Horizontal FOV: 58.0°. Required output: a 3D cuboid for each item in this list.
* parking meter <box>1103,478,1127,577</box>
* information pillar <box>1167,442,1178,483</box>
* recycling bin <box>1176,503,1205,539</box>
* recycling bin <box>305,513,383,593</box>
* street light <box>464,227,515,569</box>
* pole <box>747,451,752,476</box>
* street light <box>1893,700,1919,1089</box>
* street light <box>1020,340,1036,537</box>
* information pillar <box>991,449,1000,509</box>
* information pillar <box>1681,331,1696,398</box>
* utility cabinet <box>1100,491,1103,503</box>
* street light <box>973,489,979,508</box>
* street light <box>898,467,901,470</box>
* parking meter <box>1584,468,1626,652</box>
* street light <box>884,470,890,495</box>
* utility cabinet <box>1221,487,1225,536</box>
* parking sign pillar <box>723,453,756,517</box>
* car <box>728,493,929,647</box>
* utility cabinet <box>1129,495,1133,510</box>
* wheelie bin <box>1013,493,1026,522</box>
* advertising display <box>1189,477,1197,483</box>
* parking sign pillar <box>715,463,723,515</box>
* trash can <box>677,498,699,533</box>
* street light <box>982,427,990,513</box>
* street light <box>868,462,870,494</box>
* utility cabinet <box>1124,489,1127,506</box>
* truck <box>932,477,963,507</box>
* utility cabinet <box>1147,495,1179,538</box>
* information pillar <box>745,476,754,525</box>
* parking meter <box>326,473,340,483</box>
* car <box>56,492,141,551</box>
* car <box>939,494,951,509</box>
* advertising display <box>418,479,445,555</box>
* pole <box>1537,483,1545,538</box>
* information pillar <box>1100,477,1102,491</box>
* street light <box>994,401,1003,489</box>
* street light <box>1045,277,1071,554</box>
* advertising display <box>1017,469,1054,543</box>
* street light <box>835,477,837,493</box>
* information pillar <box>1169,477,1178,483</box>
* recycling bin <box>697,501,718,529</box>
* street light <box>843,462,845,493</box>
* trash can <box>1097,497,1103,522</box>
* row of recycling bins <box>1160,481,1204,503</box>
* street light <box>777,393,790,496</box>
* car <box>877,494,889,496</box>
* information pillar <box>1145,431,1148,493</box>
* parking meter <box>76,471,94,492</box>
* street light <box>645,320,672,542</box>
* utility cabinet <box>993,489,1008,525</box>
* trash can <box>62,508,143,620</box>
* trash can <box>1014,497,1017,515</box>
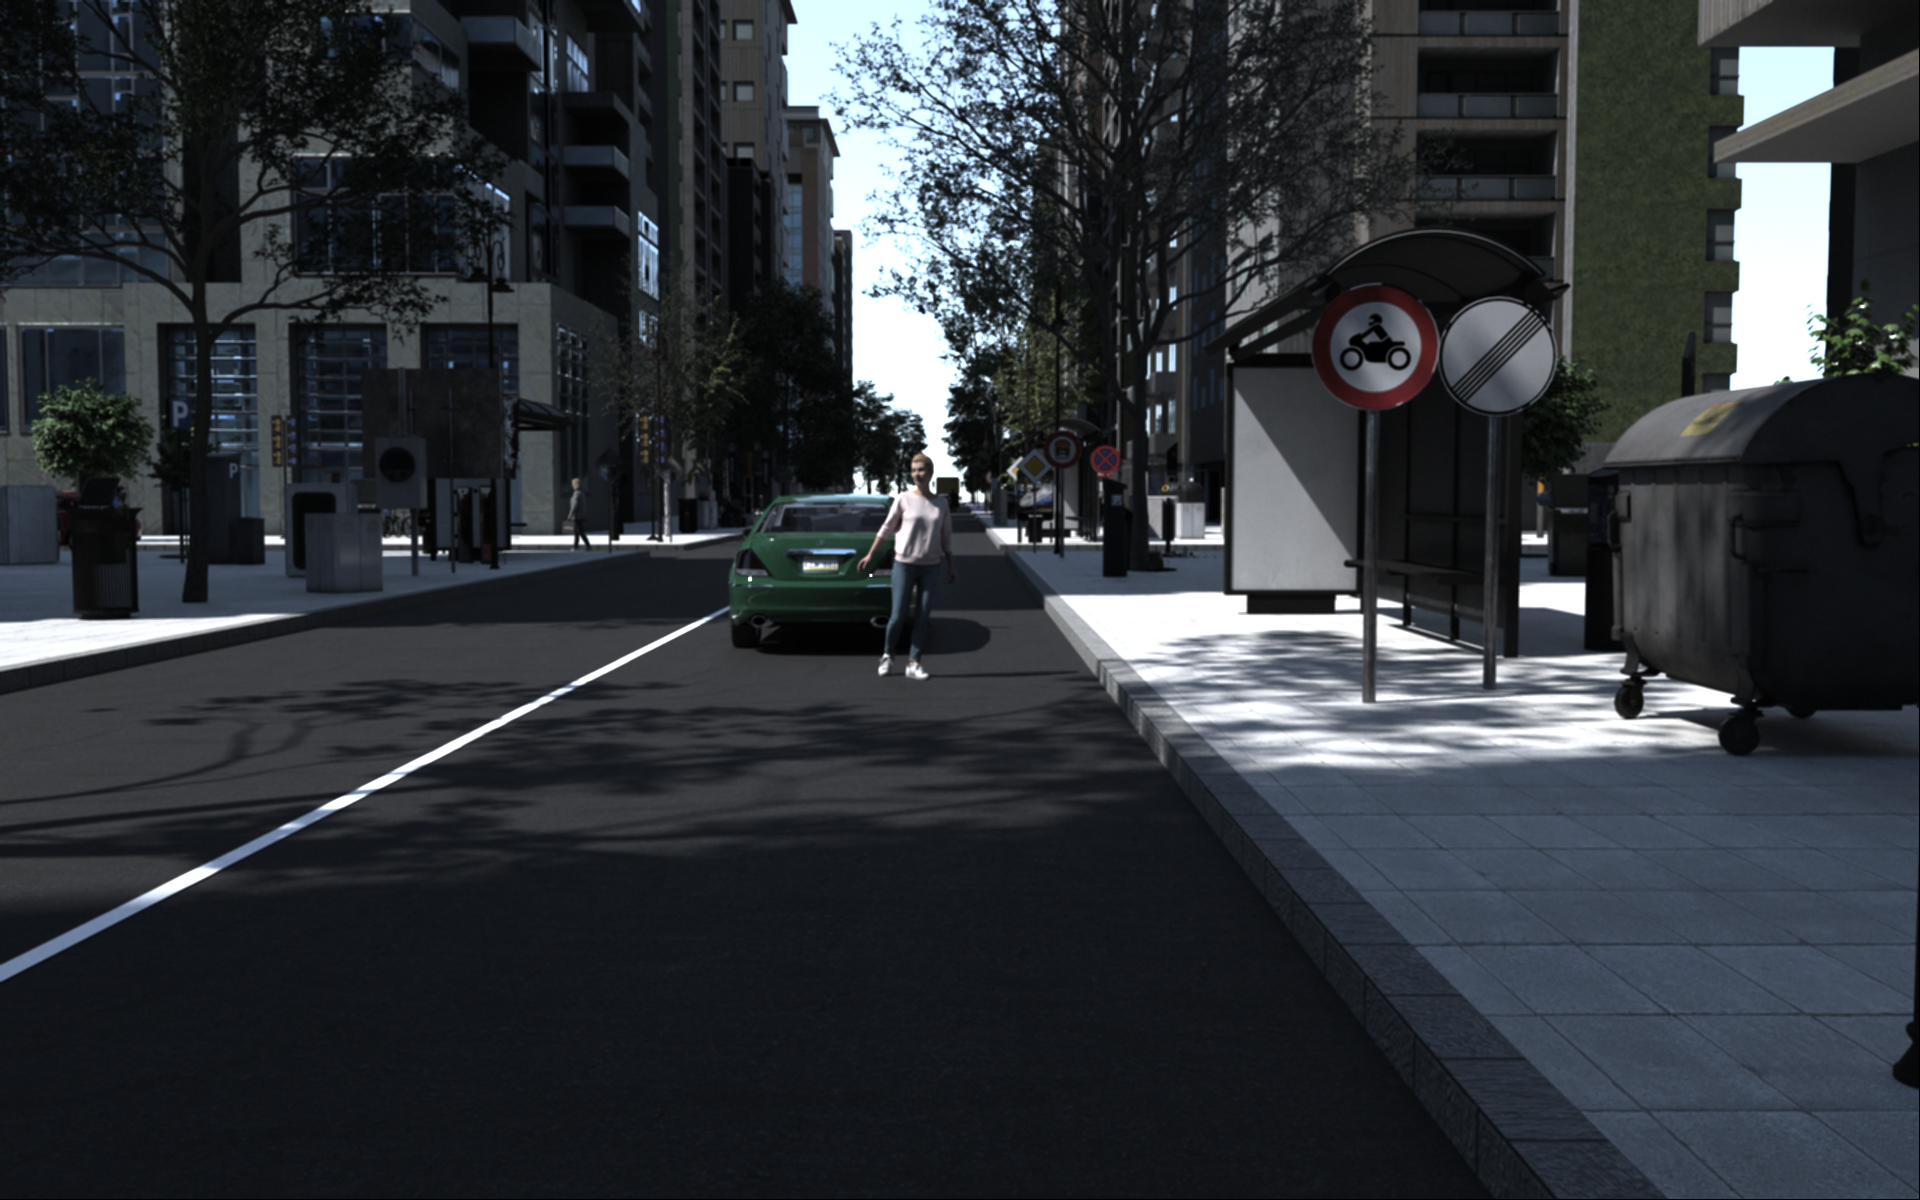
[{"bbox_3d":[2.409,-1.130,26.880,0.372,1.533,0.369,0,3,0],"label":"parking meter"},{"bbox_3d":[9.516,-5.278,77.647,0.504,3.616,0.183,1,4,19],"label":"information pillar"},{"bbox_3d":[6.567,-2.250,49.347,0.722,1.027,0.722,0,4,-2],"label":"recycling bin"},{"bbox_3d":[-8.111,-0.627,22.803,0.722,1.027,0.722,3,4,37],"label":"recycling bin"},{"bbox_3d":[-7.979,-3.470,29.515,0.468,5.910,1.993,0,3,0],"label":"street light"},{"bbox_3d":[-10.015,-5.425,82.549,0.158,3.312,0.155,0,3,0],"label":"pole"},{"bbox_3d":[2.139,-1.885,3.604,0.468,5.910,1.993,0,3,0],"label":"street light"},{"bbox_3d":[2.033,-4.853,52.142,0.468,5.910,1.993,0,3,0],"label":"street light"},{"bbox_3d":[1.836,-5.996,89.392,0.504,3.616,0.183,0,4,-3],"label":"information pillar"},{"bbox_3d":[10.414,-2.047,24.823,0.183,3.616,0.504,2,4,34],"label":"information pillar"},{"bbox_3d":[8.688,-5.765,102.941,0.318,1.500,1.173,-1,4,-18],"label":"utility cabinet"},{"bbox_3d":[1.714,-11.610,162.618,0.468,5.910,1.993,0,3,0],"label":"street light"},{"bbox_3d":[-8.404,-16.289,239.116,0.468,5.910,1.993,0,3,0],"label":"street light"},{"bbox_3d":[5.347,-0.357,14.243,0.372,1.533,0.369,0,3,0],"label":"parking meter"},{"bbox_3d":[-8.391,-14.244,205.684,0.468,5.910,1.993,0,3,0],"label":"street light"},{"bbox_3d":[8.025,-2.653,52.051,0.318,1.500,1.173,0,4,4],"label":"utility cabinet"},{"bbox_3d":[-12.075,-6.602,96.416,1.447,3.967,1.447,-2,4,-31],"label":"parking sign pillar"},{"bbox_3d":[-1.233,-0.356,17.625,2.131,1.459,4.920,0,3,0],"label":"car"},{"bbox_3d":[8.414,-4.262,80.843,1.020,1.237,0.306,2,4,24],"label":"utility cabinet"},{"bbox_3d":[2.920,-4.342,78.902,0.980,1.594,0.693,0,4,8],"label":"wheelie bin"},{"bbox_3d":[8.623,-3.608,64.204,0.123,1.923,0.974,0,4,-2],"label":"advertising display"},{"bbox_3d":[-14.527,-7.041,103.598,1.447,3.967,1.447,1,4,10],"label":"parking sign pillar"},{"bbox_3d":[-8.941,-2.771,56.961,0.748,1.137,0.748,0,3,0],"label":"trash can"},{"bbox_3d":[1.835,-9.018,120.232,0.468,5.910,1.993,0,3,0],"label":"street light"},{"bbox_3d":[-8.217,-11.213,156.119,0.468,5.910,1.993,0,3,0],"label":"street light"},{"bbox_3d":[4.930,-2.735,53.394,0.318,1.500,1.173,0,4,-2],"label":"utility cabinet"},{"bbox_3d":[-1.352,-11.942,191.181,3.469,3.379,9.791,0,4,-1],"label":"truck"},{"bbox_3d":[5.909,-2.440,51.051,1.020,1.237,0.306,2,4,28],"label":"utility cabinet"},{"bbox_3d":[-8.711,-4.102,71.562,0.304,2.012,0.304,0,4,6],"label":"information pillar"},{"bbox_3d":[-17.122,-2.545,47.327,0.255,1.863,0.399,-3,5,-43],"label":"parking meter"},{"bbox_3d":[-22.062,-1.983,41.464,4.494,1.783,2.155,0,4,0],"label":"car"},{"bbox_3d":[-1.609,-9.581,168.653,2.014,1.417,4.499,0,4,1],"label":"car"},{"bbox_3d":[-11.328,-1.943,36.989,0.123,1.923,0.974,2,4,24],"label":"advertising display"},{"bbox_3d":[16.947,-3.464,50.486,0.158,3.312,0.155,0,3,0],"label":"pole"},{"bbox_3d":[9.786,-7.778,118.528,0.504,3.616,0.183,1,4,19],"label":"information pillar"},{"bbox_3d":[1.928,-6.932,86.133,0.468,5.910,1.993,0,3,0],"label":"street light"},{"bbox_3d":[2.089,-3.928,37.017,0.468,5.910,1.993,0,3,0],"label":"street light"},{"bbox_3d":[1.967,-2.450,45.269,0.974,1.923,0.123,0,4,0],"label":"advertising display"},{"bbox_3d":[-8.167,-8.631,113.906,0.468,5.910,1.993,0,3,0],"label":"street light"},{"bbox_3d":[8.980,-4.190,72.995,0.304,2.012,0.304,2,4,30],"label":"information pillar"},{"bbox_3d":[-9.330,-3.095,63.160,0.722,1.027,0.722,3,4,37],"label":"recycling bin"},{"bbox_3d":[-8.185,-9.138,122.201,0.468,5.910,1.993,0,3,0],"label":"street light"},{"bbox_3d":[6.062,-4.028,77.514,0.748,1.137,0.748,0,3,0],"label":"trash can"},{"bbox_3d":[7.341,-3.053,57.024,1.069,1.692,3.534,0,4,-4],"label":"row of recycling bins"},{"bbox_3d":[-8.111,-6.536,79.647,0.468,5.910,1.993,0,3,0],"label":"street light"},{"bbox_3d":[-5.446,-6.398,116.412,2.131,1.459,4.920,0,4,0],"label":"car"},{"bbox_3d":[6.902,-4.471,64.450,0.183,3.616,0.504,0,4,-3],"label":"information pillar"},{"bbox_3d":[-22.548,-2.385,44.701,0.399,1.863,0.255,-3,5,-45],"label":"parking meter"},{"bbox_3d":[-8.032,-4.492,46.234,0.468,5.910,1.993,0,3,0],"label":"street light"},{"bbox_3d":[1.652,-3.765,70.238,0.318,1.500,1.173,-1,4,-13],"label":"utility cabinet"},{"bbox_3d":[-8.808,-0.378,17.838,0.748,1.137,0.748,0,3,0],"label":"trash can"},{"bbox_3d":[3.419,-5.360,99.286,0.748,1.137,0.748,0,3,0],"label":"trash can"}]
